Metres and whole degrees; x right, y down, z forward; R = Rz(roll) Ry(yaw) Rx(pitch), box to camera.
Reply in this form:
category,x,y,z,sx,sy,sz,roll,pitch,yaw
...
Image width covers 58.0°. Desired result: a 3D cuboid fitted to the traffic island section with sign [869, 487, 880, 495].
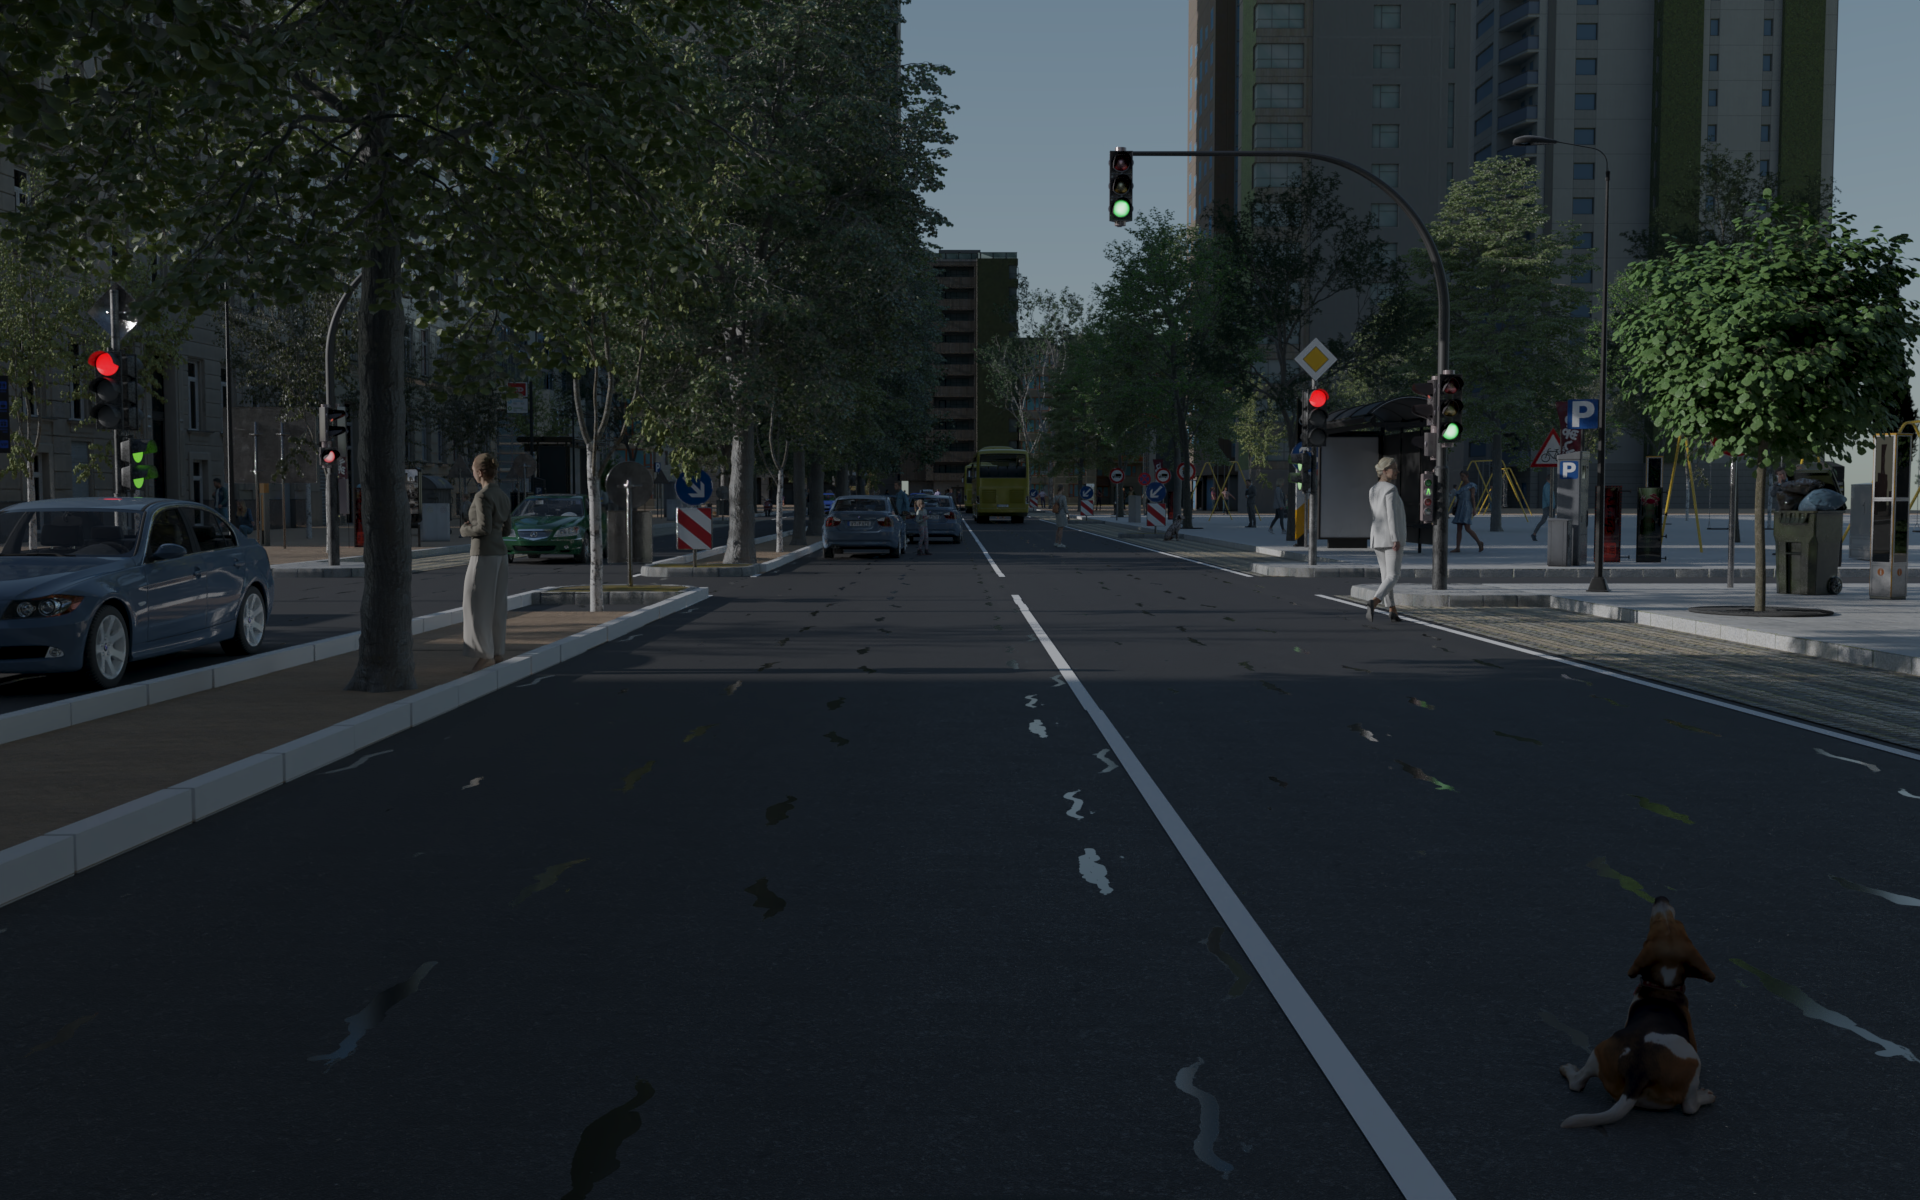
category,x,y,z,sx,sy,sz,roll,pitch,yaw
traffic island section with sign,-5.267,-5.983,105.955,2.006,1.907,1.989,0,4,0

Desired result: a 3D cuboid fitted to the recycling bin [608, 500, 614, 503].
category,x,y,z,sx,sy,sz,roll,pitch,yaw
recycling bin,-15.121,-3.896,76.254,0.722,1.027,0.722,3,5,44

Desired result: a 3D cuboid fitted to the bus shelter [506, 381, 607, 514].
category,x,y,z,sx,sy,sz,roll,pitch,yaw
bus shelter,-15.083,-5.308,64.423,2.179,5.291,8.768,0,4,-1

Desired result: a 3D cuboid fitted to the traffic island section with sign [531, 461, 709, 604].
category,x,y,z,sx,sy,sz,roll,pitch,yaw
traffic island section with sign,-4.578,-0.934,23.412,2.006,1.907,1.989,0,4,0

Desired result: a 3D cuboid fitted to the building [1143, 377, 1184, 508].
category,x,y,z,sx,sy,sz,roll,pitch,yaw
building,29.474,-51.480,154.370,22.319,86.520,31.000,0,4,0

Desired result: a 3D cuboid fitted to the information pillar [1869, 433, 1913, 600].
category,x,y,z,sx,sy,sz,roll,pitch,yaw
information pillar,11.320,-1.014,21.073,0.304,2.012,0.304,-2,4,-26

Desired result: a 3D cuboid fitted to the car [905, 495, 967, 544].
category,x,y,z,sx,sy,sz,roll,pitch,yaw
car,-0.816,-2.402,51.271,2.014,1.417,4.499,0,4,1

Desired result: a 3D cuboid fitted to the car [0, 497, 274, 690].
category,x,y,z,sx,sy,sz,roll,pitch,yaw
car,-7.141,-0.134,14.201,2.014,1.417,4.499,0,4,-1

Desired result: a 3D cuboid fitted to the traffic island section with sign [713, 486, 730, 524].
category,x,y,z,sx,sy,sz,roll,pitch,yaw
traffic island section with sign,-11.367,-4.553,83.062,1.989,1.847,2.006,0,4,0

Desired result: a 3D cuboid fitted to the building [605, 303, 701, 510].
category,x,y,z,sx,sy,sz,roll,pitch,yaw
building,-39.943,-19.074,156.892,28.899,21.520,27.650,0,4,0

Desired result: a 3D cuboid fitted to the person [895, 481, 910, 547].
category,x,y,z,sx,sy,sz,roll,pitch,yaw
person,-1.548,-2.295,46.360,0.444,1.785,0.601,-1,4,-16

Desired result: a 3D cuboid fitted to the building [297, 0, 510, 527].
category,x,y,z,sx,sy,sz,roll,pitch,yaw
building,-32.691,-15.149,80.964,16.112,22.955,30.059,0,4,0

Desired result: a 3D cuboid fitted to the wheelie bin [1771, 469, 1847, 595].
category,x,y,z,sx,sy,sz,roll,pitch,yaw
wheelie bin,10.857,-0.871,22.142,0.693,1.594,0.980,-2,4,-29

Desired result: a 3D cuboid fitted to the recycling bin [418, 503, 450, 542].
category,x,y,z,sx,sy,sz,roll,pitch,yaw
recycling bin,-14.276,-2.107,47.001,0.722,1.027,0.722,-2,4,-28

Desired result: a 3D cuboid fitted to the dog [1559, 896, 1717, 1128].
category,x,y,z,sx,sy,sz,roll,pitch,yaw
dog,1.621,0.976,4.242,0.748,0.427,0.550,-1,4,-22

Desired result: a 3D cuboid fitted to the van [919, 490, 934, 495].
category,x,y,z,sx,sy,sz,roll,pitch,yaw
van,-3.182,-9.558,163.291,2.013,2.044,4.112,0,4,-2

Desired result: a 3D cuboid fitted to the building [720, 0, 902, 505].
category,x,y,z,sx,sy,sz,roll,pitch,yaw
building,-17.585,-47.168,209.448,20.611,71.187,20.563,0,4,0

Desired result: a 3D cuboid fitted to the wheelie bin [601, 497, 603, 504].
category,x,y,z,sx,sy,sz,roll,pitch,yaw
wheelie bin,-14.813,-3.765,69.461,0.980,1.594,0.693,-1,4,-10

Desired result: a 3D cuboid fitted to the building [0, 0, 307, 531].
category,x,y,z,sx,sy,sz,roll,pitch,yaw
building,-30.427,-15.661,53.318,12.463,27.353,25.104,0,4,0

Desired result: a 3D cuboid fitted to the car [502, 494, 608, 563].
category,x,y,z,sx,sy,sz,roll,pitch,yaw
car,-8.699,-1.564,37.367,2.131,1.459,4.920,0,4,-2

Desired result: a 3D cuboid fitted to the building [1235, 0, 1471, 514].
category,x,y,z,sx,sy,sz,roll,pitch,yaw
building,25.981,-26.616,118.766,14.154,41.232,14.086,0,4,0

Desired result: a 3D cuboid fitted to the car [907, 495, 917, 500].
category,x,y,z,sx,sy,sz,roll,pitch,yaw
car,-1.577,-3.584,70.595,2.014,1.417,4.499,0,4,0

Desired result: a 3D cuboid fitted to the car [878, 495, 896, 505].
category,x,y,z,sx,sy,sz,roll,pitch,yaw
car,-2.633,-3.052,61.905,2.014,1.417,4.499,0,4,-1

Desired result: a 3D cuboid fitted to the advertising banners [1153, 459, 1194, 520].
category,x,y,z,sx,sy,sz,roll,pitch,yaw
advertising banners,10.640,-5.518,86.409,2.074,3.025,0.090,1,4,12

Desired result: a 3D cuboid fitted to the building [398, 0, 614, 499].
category,x,y,z,sx,sy,sz,roll,pitch,yaw
building,-36.512,-49.360,119.713,22.319,86.520,31.000,0,4,0

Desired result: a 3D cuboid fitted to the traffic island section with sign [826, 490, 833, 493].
category,x,y,z,sx,sy,sz,roll,pitch,yaw
traffic island section with sign,-12.008,-9.247,159.821,1.989,1.847,2.006,0,4,0

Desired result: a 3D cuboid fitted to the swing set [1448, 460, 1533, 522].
category,x,y,z,sx,sy,sz,roll,pitch,yaw
swing set,24.291,-5.027,79.813,2.862,2.851,3.119,-1,4,-8

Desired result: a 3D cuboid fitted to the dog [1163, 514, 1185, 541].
category,x,y,z,sx,sy,sz,roll,pitch,yaw
dog,6.401,-2.197,52.758,0.800,0.831,0.513,3,5,39

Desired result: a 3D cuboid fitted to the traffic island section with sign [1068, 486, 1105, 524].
category,x,y,z,sx,sy,sz,roll,pitch,yaw
traffic island section with sign,5.954,-4.590,83.671,1.989,1.847,2.006,0,4,0

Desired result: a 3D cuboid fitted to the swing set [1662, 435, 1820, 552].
category,x,y,z,sx,sy,sz,roll,pitch,yaw
swing set,17.920,-2.545,39.235,3.119,2.851,2.862,0,4,4

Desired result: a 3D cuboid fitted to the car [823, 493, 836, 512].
category,x,y,z,sx,sy,sz,roll,pitch,yaw
car,-9.583,-7.007,124.161,1.945,1.707,3.694,0,4,-1

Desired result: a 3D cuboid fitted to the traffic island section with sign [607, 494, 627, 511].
category,x,y,z,sx,sy,sz,roll,pitch,yaw
traffic island section with sign,-11.137,-2.904,56.108,1.989,1.847,2.006,0,4,0

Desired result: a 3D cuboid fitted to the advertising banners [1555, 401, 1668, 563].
category,x,y,z,sx,sy,sz,roll,pitch,yaw
advertising banners,12.186,-2.218,32.450,2.074,3.025,0.090,0,4,6

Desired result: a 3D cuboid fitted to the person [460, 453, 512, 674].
category,x,y,z,sx,sy,sz,roll,pitch,yaw
person,-3.828,-0.298,13.918,0.362,1.759,0.519,1,4,11

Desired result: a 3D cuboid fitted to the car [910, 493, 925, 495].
category,x,y,z,sx,sy,sz,roll,pitch,yaw
car,-2.985,-6.961,123.400,1.945,1.707,3.694,0,4,-1

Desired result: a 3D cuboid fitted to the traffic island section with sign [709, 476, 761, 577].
category,x,y,z,sx,sy,sz,roll,pitch,yaw
traffic island section with sign,-4.630,-1.387,30.819,2.006,1.907,1.989,0,4,0

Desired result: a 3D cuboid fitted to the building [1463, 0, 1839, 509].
category,x,y,z,sx,sy,sz,roll,pitch,yaw
building,62.367,-37.806,160.129,28.212,58.520,21.231,0,4,0

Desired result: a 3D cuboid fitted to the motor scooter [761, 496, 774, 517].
category,x,y,z,sx,sy,sz,roll,pitch,yaw
motor scooter,-12.338,-6.024,111.264,0.815,1.314,1.986,0,4,1

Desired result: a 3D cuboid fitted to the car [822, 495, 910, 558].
category,x,y,z,sx,sy,sz,roll,pitch,yaw
car,-2.185,-1.716,40.053,2.014,1.417,4.499,0,4,1

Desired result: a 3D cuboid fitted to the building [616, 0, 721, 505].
category,x,y,z,sx,sy,sz,roll,pitch,yaw
building,-42.274,-40.896,210.647,28.212,58.520,21.231,0,4,0

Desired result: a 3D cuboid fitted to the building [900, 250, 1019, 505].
category,x,y,z,sx,sy,sz,roll,pitch,yaw
building,-0.200,-26.667,207.705,14.107,30.474,14.160,0,4,0

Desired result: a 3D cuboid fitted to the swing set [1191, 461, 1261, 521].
category,x,y,z,sx,sy,sz,roll,pitch,yaw
swing set,12.642,-5.253,83.506,2.862,2.851,3.119,-1,4,-20

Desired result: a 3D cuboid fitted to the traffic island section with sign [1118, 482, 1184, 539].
category,x,y,z,sx,sy,sz,roll,pitch,yaw
traffic island section with sign,6.176,-2.918,56.336,1.989,1.847,2.006,0,4,0

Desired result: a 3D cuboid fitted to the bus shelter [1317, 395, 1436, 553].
category,x,y,z,sx,sy,sz,roll,pitch,yaw
bus shelter,9.254,-2.719,38.380,2.014,3.302,5.546,0,4,0

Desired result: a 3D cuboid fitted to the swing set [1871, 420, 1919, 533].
category,x,y,z,sx,sy,sz,roll,pitch,yaw
swing set,20.170,-2.347,35.998,2.862,2.851,3.119,1,4,9

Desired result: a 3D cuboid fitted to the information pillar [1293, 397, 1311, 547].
category,x,y,z,sx,sy,sz,roll,pitch,yaw
information pillar,8.388,-3.102,42.078,0.504,3.616,0.183,0,4,-6

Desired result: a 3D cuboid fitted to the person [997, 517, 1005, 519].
category,x,y,z,sx,sy,sz,roll,pitch,yaw
person,2.393,-5.607,100.421,0.529,1.795,0.600,2,4,28

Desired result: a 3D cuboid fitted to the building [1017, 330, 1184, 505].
category,x,y,z,sx,sy,sz,roll,pitch,yaw
building,21.247,-22.612,214.752,28.899,21.520,27.650,0,4,0

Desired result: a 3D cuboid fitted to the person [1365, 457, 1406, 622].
category,x,y,z,sx,sy,sz,roll,pitch,yaw
person,4.691,-0.661,19.192,0.818,1.842,0.514,-3,5,-39

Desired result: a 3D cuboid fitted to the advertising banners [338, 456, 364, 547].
category,x,y,z,sx,sy,sz,roll,pitch,yaw
advertising banners,-14.480,-2.789,41.794,0.090,3.025,2.074,1,4,14

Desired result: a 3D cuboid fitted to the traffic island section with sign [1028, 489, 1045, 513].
category,x,y,z,sx,sy,sz,roll,pitch,yaw
traffic island section with sign,5.532,-7.635,133.463,1.989,1.847,2.006,0,4,0

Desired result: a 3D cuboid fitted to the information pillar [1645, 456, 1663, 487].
category,x,y,z,sx,sy,sz,roll,pitch,yaw
information pillar,13.501,-1.788,33.721,0.304,2.012,0.304,1,4,19

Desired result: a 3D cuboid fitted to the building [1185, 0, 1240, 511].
category,x,y,z,sx,sy,sz,roll,pitch,yaw
building,25.302,-29.537,133.034,14.600,45.320,14.200,0,4,0

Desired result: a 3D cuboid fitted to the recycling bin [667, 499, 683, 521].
category,x,y,z,sx,sy,sz,roll,pitch,yaw
recycling bin,-13.738,-4.334,83.411,0.722,1.027,0.722,0,4,-5

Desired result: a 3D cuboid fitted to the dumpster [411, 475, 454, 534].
category,x,y,z,sx,sy,sz,roll,pitch,yaw
dumpster,-16.616,-2.943,53.874,1.264,1.857,1.865,0,4,0

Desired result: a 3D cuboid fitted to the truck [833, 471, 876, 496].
category,x,y,z,sx,sy,sz,roll,pitch,yaw
truck,-8.600,-9.121,145.047,3.469,3.379,9.791,0,4,1

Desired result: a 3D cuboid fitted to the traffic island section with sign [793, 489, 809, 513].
category,x,y,z,sx,sy,sz,roll,pitch,yaw
traffic island section with sign,-11.780,-7.599,132.867,1.989,1.847,2.006,0,4,0
